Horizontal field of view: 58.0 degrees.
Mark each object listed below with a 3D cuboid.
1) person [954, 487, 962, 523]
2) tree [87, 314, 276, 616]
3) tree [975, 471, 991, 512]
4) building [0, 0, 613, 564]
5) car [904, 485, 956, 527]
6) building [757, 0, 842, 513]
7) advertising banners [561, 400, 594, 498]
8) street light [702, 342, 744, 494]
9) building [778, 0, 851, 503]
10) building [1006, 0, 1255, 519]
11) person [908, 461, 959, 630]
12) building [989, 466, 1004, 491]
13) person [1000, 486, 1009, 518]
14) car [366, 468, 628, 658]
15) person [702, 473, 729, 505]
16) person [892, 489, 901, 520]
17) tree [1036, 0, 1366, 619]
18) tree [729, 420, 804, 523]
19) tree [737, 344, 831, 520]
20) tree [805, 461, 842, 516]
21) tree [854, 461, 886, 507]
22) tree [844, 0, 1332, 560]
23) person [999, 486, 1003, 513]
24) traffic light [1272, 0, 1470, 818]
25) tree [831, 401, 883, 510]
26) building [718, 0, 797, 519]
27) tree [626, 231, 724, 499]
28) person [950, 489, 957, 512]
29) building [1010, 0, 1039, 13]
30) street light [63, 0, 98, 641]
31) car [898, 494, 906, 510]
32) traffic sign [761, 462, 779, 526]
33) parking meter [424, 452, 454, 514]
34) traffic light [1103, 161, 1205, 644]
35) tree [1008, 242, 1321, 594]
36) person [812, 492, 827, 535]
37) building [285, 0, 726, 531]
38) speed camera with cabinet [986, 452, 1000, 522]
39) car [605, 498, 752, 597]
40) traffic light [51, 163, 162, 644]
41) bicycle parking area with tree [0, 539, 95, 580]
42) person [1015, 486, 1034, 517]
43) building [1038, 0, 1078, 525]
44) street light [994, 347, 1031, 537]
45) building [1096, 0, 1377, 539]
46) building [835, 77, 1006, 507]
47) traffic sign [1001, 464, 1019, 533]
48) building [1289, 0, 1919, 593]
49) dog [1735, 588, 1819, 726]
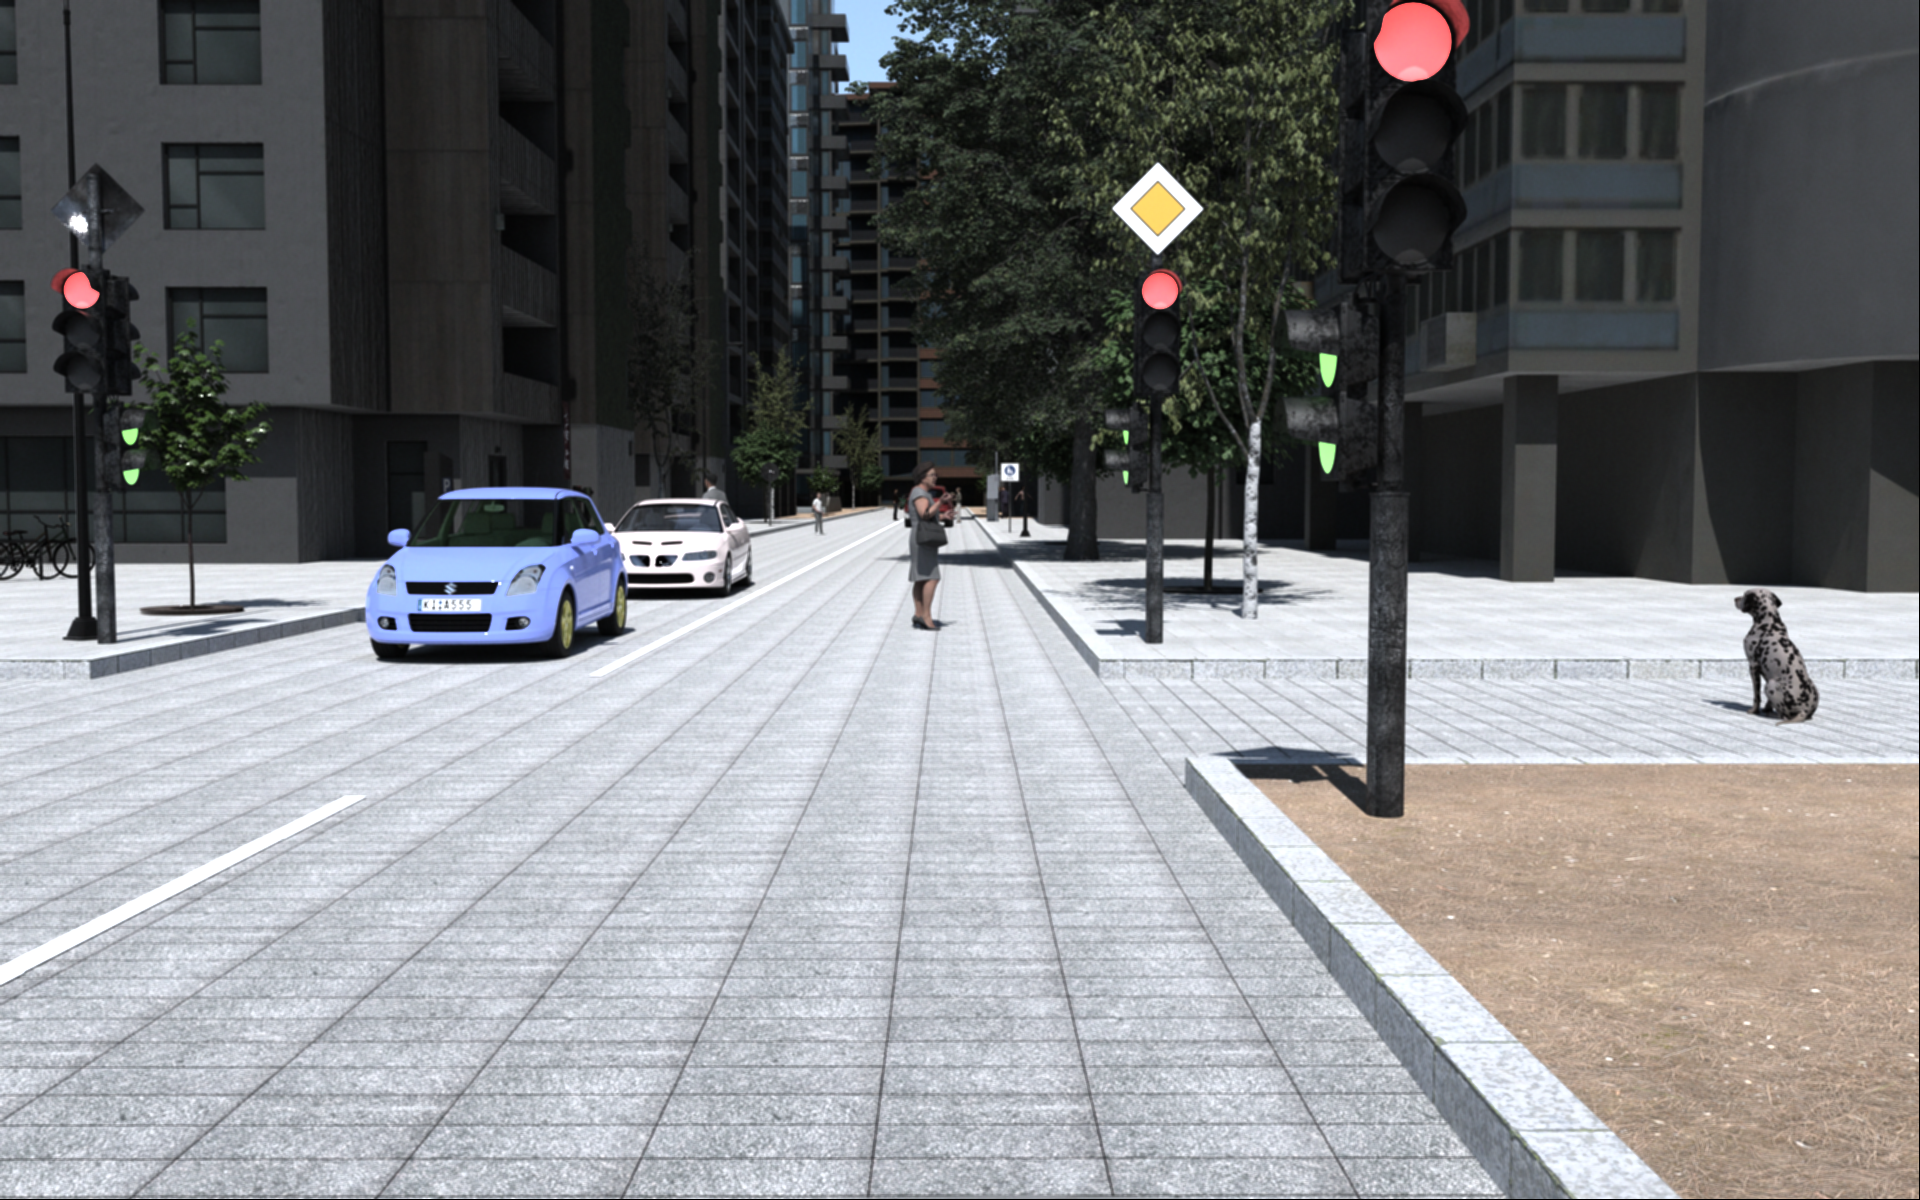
[{"bbox_3d":[-0.111,-4.718,86.186,0.362,1.759,0.519,0,4,-5],"label":"person"},{"bbox_3d":[-8.193,-1.474,18.702,1.663,3.219,1.824,0,3,0],"label":"tree"},{"bbox_3d":[1.889,-8.140,127.695,1.663,3.219,1.824,0,3,0],"label":"tree"},{"bbox_3d":[-15.355,-16.218,36.861,14.160,30.474,14.107,0,4,0],"label":"building"},{"bbox_3d":[-1.337,-4.130,76.206,2.281,1.827,5.304,0,4,1],"label":"car"},{"bbox_3d":[-25.001,-26.321,122.227,32.217,40.220,23.993,0,4,0],"label":"building"},{"bbox_3d":[-7.368,-2.274,33.361,0.090,3.025,2.074,0,4,3],"label":"advertising banners"},{"bbox_3d":[-7.312,-4.931,53.169,1.470,5.913,1.316,0,4,0],"label":"street light"},{"bbox_3d":[-25.158,-32.557,151.917,30.456,49.044,23.786,0,4,0],"label":"building"},{"bbox_3d":[9.837,-20.579,108.170,14.160,30.474,14.107,0,4,0],"label":"building"},{"bbox_3d":[-0.287,-0.576,18.273,0.532,1.782,0.716,0,4,2],"label":"person"},{"bbox_3d":[13.042,-43.747,153.512,20.563,71.187,20.611,0,4,0],"label":"building"},{"bbox_3d":[2.344,-5.168,91.457,0.541,1.710,0.530,-1,4,-18],"label":"person"},{"bbox_3d":[-4.260,-0.407,16.251,1.945,1.707,3.694,0,3,0],"label":"car"},{"bbox_3d":[-4.245,-1.290,29.871,0.850,1.792,0.678,2,4,34],"label":"person"},{"bbox_3d":[-3.443,-5.217,94.617,0.721,1.723,1.217,1,4,15],"label":"person"},{"bbox_3d":[2.946,-4.126,17.828,4.737,8.622,4.395,0,3,0],"label":"tree"},{"bbox_3d":[-8.569,-5.698,76.880,4.285,4.588,4.351,0,3,0],"label":"tree"},{"bbox_3d":[-9.248,-8.269,85.556,4.737,8.622,4.395,0,3,0],"label":"tree"},{"bbox_3d":[-8.417,-6.952,108.267,1.663,3.219,1.824,0,3,0],"label":"tree"},{"bbox_3d":[-8.728,-11.258,167.787,4.285,4.588,4.351,0,3,0],"label":"tree"},{"bbox_3d":[2.360,-7.762,33.568,9.857,13.997,8.962,0,3,0],"label":"tree"},{"bbox_3d":[2.763,-6.958,119.825,0.705,1.822,1.348,-2,4,-33],"label":"person"},{"bbox_3d":[1.681,-1.094,6.815,0.839,4.253,0.868,0,4,0],"label":"traffic light"},{"bbox_3d":[-8.271,-11.481,138.073,4.737,8.622,4.395,0,3,0],"label":"tree"},{"bbox_3d":[-20.158,-40.401,98.809,20.563,71.187,20.611,0,4,0],"label":"building"},{"bbox_3d":[-8.400,-5.985,48.225,4.360,8.622,3.978,0,3,0],"label":"tree"},{"bbox_3d":[-0.603,-7.863,137.069,1.348,1.823,0.705,1,4,12],"label":"person"},{"bbox_3d":[14.126,-35.901,128.977,21.231,58.520,28.212,0,4,0],"label":"building"},{"bbox_3d":[-7.191,-2.605,15.136,1.470,5.913,1.316,0,4,0],"label":"street light"},{"bbox_3d":[-4.717,-9.189,162.040,2.131,1.459,4.920,0,4,1],"label":"car"},{"bbox_3d":[-7.616,-4.239,69.416,0.768,2.556,0.104,0,4,5],"label":"traffic sign"},{"bbox_3d":[-7.259,-1.129,24.167,0.255,1.863,0.399,1,4,15],"label":"parking meter"},{"bbox_3d":[1.654,-1.583,14.800,0.839,4.253,0.868,0,4,0],"label":"traffic light"},{"bbox_3d":[3.211,-2.381,22.647,4.285,4.588,4.351,0,3,0],"label":"tree"},{"bbox_3d":[-4.976,-3.058,61.100,0.523,1.515,0.503,0,4,2],"label":"person"},{"bbox_3d":[-17.668,-18.306,71.008,14.160,30.474,14.107,0,4,0],"label":"building"},{"bbox_3d":[1.534,-5.330,81.474,0.660,3.252,2.038,0,4,1],"label":"speed camera with cabinet"},{"bbox_3d":[-4.168,-0.811,25.626,2.083,1.381,4.827,0,4,-1],"label":"car"},{"bbox_3d":[-7.307,-1.580,14.753,0.839,4.253,0.868,0,4,0],"label":"traffic light"},{"bbox_3d":[-17.969,-2.286,24.372,8.231,4.147,9.016,3,4,37],"label":"bicycle parking area with tree"},{"bbox_3d":[3.512,-5.388,94.854,1.217,1.736,0.721,-2,4,-31],"label":"person"},{"bbox_3d":[10.443,-24.046,76.754,14.154,41.232,14.086,0,4,0],"label":"building"},{"bbox_3d":[1.422,-4.854,51.912,1.470,5.913,1.316,0,4,0],"label":"street light"},{"bbox_3d":[10.722,-17.329,55.028,14.160,30.474,14.107,0,4,0],"label":"building"},{"bbox_3d":[-1.682,-32.430,184.846,28.867,44.769,22.147,0,4,0],"label":"building"},{"bbox_3d":[1.660,-3.390,57.550,0.606,2.300,0.079,0,4,4],"label":"traffic sign"},{"bbox_3d":[19.225,-20.666,29.769,23.993,40.220,32.217,0,4,0],"label":"building"},{"bbox_3d":[5.205,0.354,11.051,0.513,0.831,0.800,2,4,25],"label":"dog"}]
